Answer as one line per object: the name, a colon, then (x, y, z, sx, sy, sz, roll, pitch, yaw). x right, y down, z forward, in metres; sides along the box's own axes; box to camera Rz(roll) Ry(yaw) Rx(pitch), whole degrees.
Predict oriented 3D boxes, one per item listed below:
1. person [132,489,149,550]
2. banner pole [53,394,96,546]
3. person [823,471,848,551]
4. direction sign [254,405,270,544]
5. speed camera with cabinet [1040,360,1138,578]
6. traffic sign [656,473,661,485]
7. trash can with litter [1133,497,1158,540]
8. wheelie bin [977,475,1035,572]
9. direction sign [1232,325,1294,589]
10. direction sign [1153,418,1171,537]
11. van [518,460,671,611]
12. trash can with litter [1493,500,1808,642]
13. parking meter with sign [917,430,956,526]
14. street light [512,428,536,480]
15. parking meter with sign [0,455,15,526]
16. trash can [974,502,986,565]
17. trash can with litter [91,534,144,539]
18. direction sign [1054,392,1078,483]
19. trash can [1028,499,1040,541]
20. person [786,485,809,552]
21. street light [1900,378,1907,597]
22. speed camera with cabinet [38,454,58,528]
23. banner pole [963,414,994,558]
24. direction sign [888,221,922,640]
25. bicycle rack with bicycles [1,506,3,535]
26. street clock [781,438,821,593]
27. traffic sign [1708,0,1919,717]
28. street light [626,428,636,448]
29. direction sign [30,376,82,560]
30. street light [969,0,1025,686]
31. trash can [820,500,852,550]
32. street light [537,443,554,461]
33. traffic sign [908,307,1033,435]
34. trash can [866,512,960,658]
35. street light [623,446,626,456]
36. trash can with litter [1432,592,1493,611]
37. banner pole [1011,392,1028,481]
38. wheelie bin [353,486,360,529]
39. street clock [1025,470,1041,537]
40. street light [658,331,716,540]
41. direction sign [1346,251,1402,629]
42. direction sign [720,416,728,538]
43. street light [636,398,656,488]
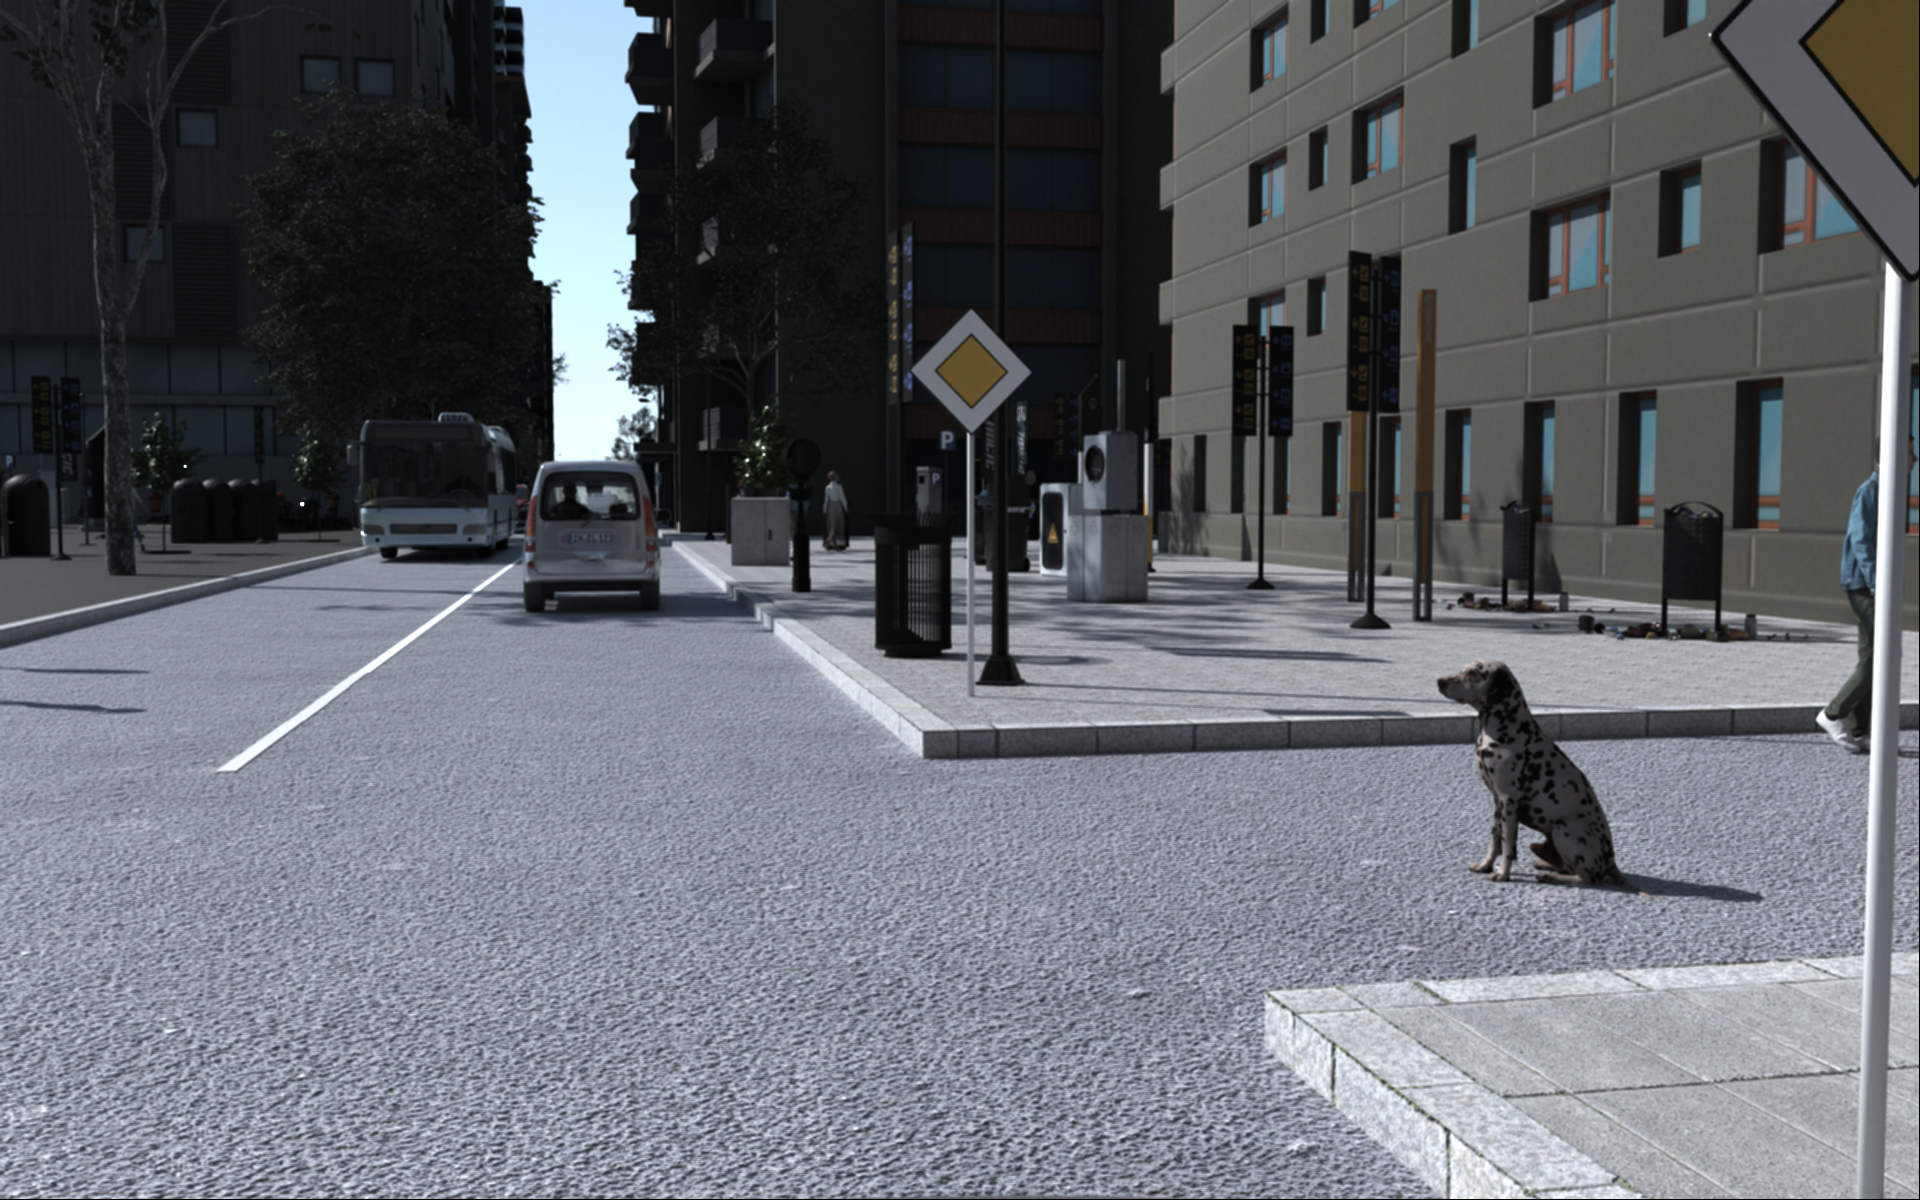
person: (-18.784, -1.999, 39.395, 0.598, 1.740, 0.731, 2, 4, 29)
banner pole: (-22.052, -3.249, 43.137, 0.863, 3.779, 0.401, -2, 4, -31)
person: (-2.842, -1.993, 38.855, 0.478, 1.798, 0.641, 3, 5, 42)
direction sign: (-18.019, -3.217, 44.597, 0.379, 3.537, 0.876, -1, 4, -9)
speed camera with cabinet: (1.916, -1.945, 26.144, 0.660, 3.252, 2.038, -2, 4, -25)
traffic sign: (-14.318, -4.957, 83.175, 0.606, 2.300, 0.079, 0, 4, -2)
trash can with litter: (5.574, -2.330, 49.155, 2.233, 1.210, 1.678, -1, 4, -17)
wheelie bin: (0.730, -1.267, 28.631, 0.980, 1.594, 0.693, -1, 4, -20)
direction sign: (4.074, -1.918, 23.358, 0.876, 3.537, 0.379, -1, 4, -15)
direction sign: (6.069, -3.671, 52.019, 0.379, 3.537, 0.876, 3, 5, 42)
van: (-4.779, -0.955, 22.623, 2.013, 2.044, 4.112, -1, 4, -11)
trash can with litter: (6.361, -0.290, 15.802, 1.678, 1.210, 2.233, -3, 4, -39)
parking meter with sign: (-0.837, -3.161, 47.951, 0.543, 3.016, 1.738, -2, 4, -34)
street light: (-30.654, -9.079, 120.976, 1.470, 5.913, 1.316, -1, 4, -11)
parking meter with sign: (-42.756, -4.917, 76.657, 0.543, 3.016, 1.738, 2, 4, 25)
trash can: (0.504, -1.208, 31.397, 0.748, 1.137, 0.748, 0, 3, 0)
trash can with litter: (-24.627, -2.410, 50.466, 1.678, 1.210, 2.233, 1, 4, 9)
direction sign: (2.374, -2.867, 38.873, 0.379, 3.537, 0.876, 3, 5, 40)
trash can: (1.953, -2.221, 47.971, 0.748, 1.137, 0.748, 0, 3, 0)
person: (-3.614, -1.965, 38.515, 0.601, 1.785, 0.444, -1, 4, -23)
street light: (1.481, -1.856, 2.880, 1.470, 5.913, 1.316, -1, 4, -11)
speed camera with cabinet: (-34.411, -4.345, 65.372, 0.660, 3.252, 2.038, -2, 4, -28)
banner pole: (0.473, -2.735, 34.733, 0.863, 3.779, 0.401, -2, 4, -25)
direction sign: (-0.500, -1.399, 14.868, 0.379, 3.537, 0.876, -1, 4, -16)
bicycle rack with bicycles: (-30.097, -2.459, 53.580, 2.852, 0.926, 2.925, 3, 4, 36)
street clock: (-2.076, -1.104, 22.619, 0.471, 2.002, 0.358, -2, 4, -27)
traffic sign: (1.673, -0.052, 3.048, 0.795, 2.593, 0.064, -1, 4, -11)
street light: (-22.615, -9.167, 122.428, 1.470, 5.913, 1.316, -1, 4, -11)
direction sign: (-17.491, -2.544, 33.586, 0.379, 3.537, 0.876, 3, 5, 44)
street light: (-0.260, -2.379, 11.440, 1.470, 5.913, 1.316, -1, 4, -11)
trash can: (-2.850, -1.722, 39.806, 0.748, 1.137, 0.748, 0, 3, 0)
street light: (-39.859, -11.842, 166.150, 1.470, 5.913, 1.316, -1, 4, -11)
traffic sign: (0.091, -0.531, 10.875, 0.795, 2.593, 0.064, -1, 4, -11)
trash can: (-0.371, -0.127, 13.737, 0.748, 1.137, 0.748, 0, 3, 0)
street light: (-29.901, -11.388, 158.730, 1.470, 5.913, 1.316, -1, 4, -11)
trash can with litter: (6.162, -0.518, 19.525, 1.678, 1.210, 2.233, -1, 4, -16)
banner pole: (1.375, -3.120, 41.036, 0.401, 3.779, 0.863, -2, 4, -29)
wheelie bin: (-22.062, -3.448, 64.275, 0.980, 1.594, 0.693, 2, 4, 28)
street clock: (2.181, -2.907, 52.095, 0.471, 2.002, 0.358, 3, 5, 44)
street light: (-7.467, -4.600, 47.757, 1.470, 5.913, 1.316, -1, 4, -11)
direction sign: (3.933, -1.499, 16.500, 0.876, 3.537, 0.379, -3, 5, -44)
direction sign: (-6.836, -3.591, 50.705, 0.379, 3.537, 0.876, -1, 4, -9)
street light: (-15.143, -6.928, 85.819, 1.470, 5.913, 1.316, -1, 4, -11)
